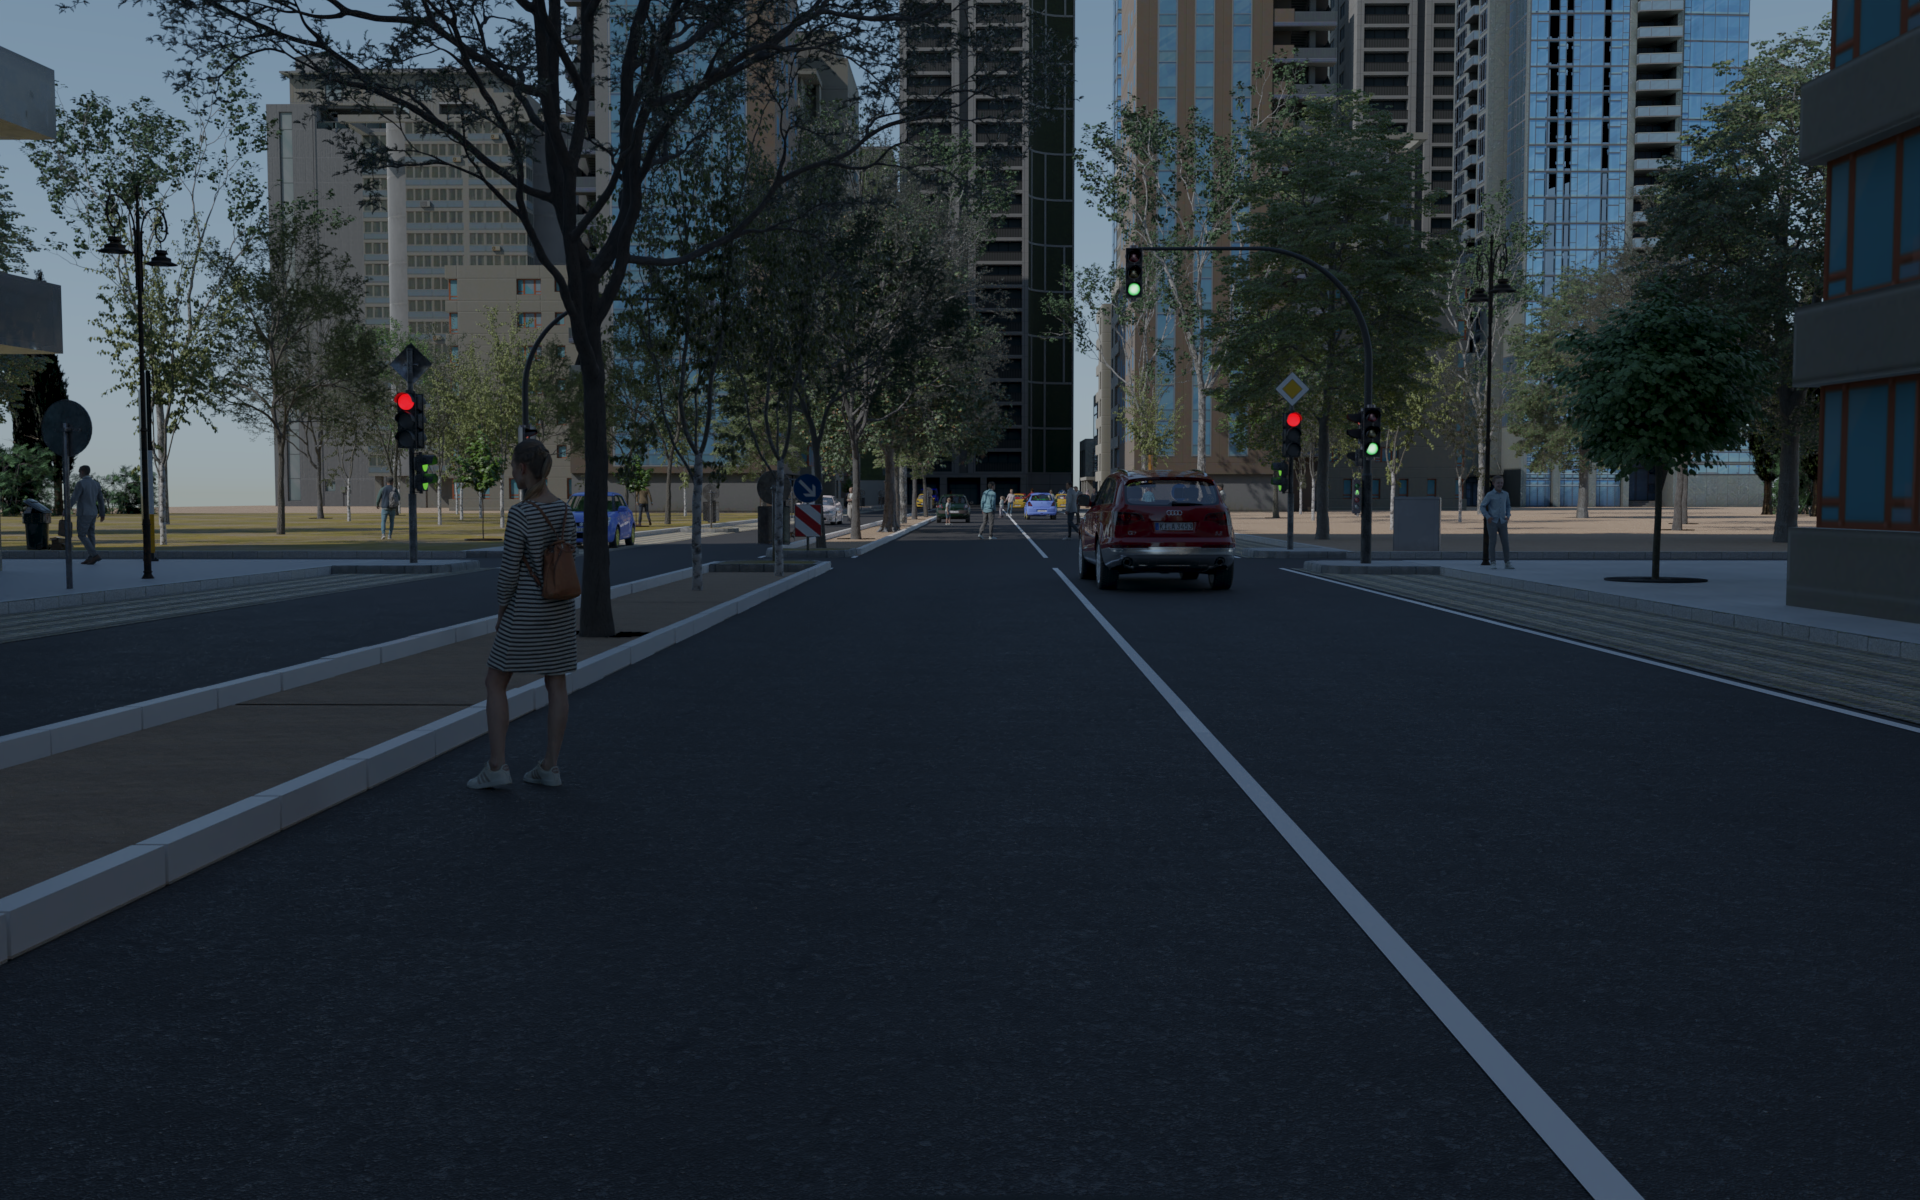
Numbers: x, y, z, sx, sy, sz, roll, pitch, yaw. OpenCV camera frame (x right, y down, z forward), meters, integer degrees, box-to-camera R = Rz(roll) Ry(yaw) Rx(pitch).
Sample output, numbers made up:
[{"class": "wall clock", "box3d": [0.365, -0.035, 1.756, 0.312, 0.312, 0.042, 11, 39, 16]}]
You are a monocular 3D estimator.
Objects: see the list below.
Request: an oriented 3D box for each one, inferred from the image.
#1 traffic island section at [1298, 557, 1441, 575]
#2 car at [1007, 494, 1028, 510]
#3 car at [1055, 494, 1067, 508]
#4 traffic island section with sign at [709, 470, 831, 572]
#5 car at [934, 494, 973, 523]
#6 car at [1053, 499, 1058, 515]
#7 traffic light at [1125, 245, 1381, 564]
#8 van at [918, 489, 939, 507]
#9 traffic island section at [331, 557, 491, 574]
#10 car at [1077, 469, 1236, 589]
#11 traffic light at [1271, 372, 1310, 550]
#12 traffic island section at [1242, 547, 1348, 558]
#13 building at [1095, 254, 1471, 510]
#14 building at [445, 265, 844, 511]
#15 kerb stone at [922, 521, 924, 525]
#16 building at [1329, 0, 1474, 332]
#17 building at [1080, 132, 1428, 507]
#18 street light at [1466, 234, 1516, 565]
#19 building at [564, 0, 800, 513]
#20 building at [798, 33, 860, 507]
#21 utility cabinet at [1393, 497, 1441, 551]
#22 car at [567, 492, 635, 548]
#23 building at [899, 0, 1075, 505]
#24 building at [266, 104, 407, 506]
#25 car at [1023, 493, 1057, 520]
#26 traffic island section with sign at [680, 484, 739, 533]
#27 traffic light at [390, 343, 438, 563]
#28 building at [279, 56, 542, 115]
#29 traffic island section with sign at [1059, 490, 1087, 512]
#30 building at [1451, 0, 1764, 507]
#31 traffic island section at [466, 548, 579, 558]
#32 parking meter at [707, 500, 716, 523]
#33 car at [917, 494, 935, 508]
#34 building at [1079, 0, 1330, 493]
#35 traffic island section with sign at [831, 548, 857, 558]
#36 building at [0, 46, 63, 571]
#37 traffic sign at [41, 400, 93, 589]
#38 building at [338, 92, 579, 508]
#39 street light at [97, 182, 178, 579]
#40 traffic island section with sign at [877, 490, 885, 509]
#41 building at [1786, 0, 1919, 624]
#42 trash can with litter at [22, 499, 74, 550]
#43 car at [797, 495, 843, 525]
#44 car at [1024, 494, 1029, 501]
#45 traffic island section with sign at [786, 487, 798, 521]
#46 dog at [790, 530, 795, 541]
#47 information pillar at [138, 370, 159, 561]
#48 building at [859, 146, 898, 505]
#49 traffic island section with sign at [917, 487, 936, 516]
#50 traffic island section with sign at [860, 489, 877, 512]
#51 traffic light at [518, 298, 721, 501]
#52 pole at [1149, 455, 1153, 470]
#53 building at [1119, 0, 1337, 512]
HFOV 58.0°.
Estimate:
[{"class": "traffic island section", "box3d": [7.518, -0.597, 32.043, 2.009, 0.180, 2.903, 0, 4, 1]}, {"class": "car", "box3d": [5.145, -8.863, 155.125, 2.015, 1.641, 3.980, 0, 4, 2]}, {"class": "car", "box3d": [9.452, -9.176, 160.257, 2.015, 1.641, 3.980, 0, 4, 0]}, {"class": "traffic island section with sign", "box3d": [-3.568, -1.488, 32.468, 2.006, 1.907, 1.989, 0, 4, 1]}, {"class": "car", "box3d": [-0.336, -4.750, 87.445, 2.009, 1.686, 4.222, 0, 3, 0]}, {"class": "car", "box3d": [5.967, -6.963, 122.640, 1.959, 1.807, 4.718, 0, 4, 1]}, {"class": "traffic light", "box3d": [5.385, -3.496, 31.824, 4.771, 5.953, 1.251, 0, 4, 1]}, {"class": "van", "box3d": [-3.388, -11.349, 189.938, 2.240, 2.365, 5.245, 0, 4, 1]}, {"class": "traffic island section", "box3d": [-10.221, -0.616, 32.345, 2.009, 0.180, 2.903, 0, 4, 1]}, {"class": "car", "box3d": [3.051, -1.156, 27.575, 2.281, 1.827, 5.304, 0, 4, -1]}, {"class": "traffic light", "box3d": [7.612, -3.119, 39.914, 0.839, 4.253, 0.868, 0, 4, 1]}, {"class": "traffic island section", "box3d": [7.652, -1.085, 40.027, 2.009, 0.180, 2.903, 0, 4, 1]}, {"class": "building", "box3d": [26.610, -18.740, 151.438, 27.650, 21.520, 28.899, 0, 4, 1]}, {"class": "building", "box3d": [-24.821, -18.367, 145.339, 27.650, 21.520, 28.899, 0, 4, 1]}, {"class": "kerb stone", "box3d": [-1.791, -3.296, 76.078, 0.120, 0.150, 1.000, 0, 4, 1]}, {"class": "building", "box3d": [56.150, -47.102, 208.376, 20.611, 71.187, 20.563, 0, 4, 1]}, {"class": "building", "box3d": [28.828, -29.702, 177.508, 32.217, 40.220, 23.993, 0, 4, 1]}, {"class": "street light", "box3d": [9.477, -3.563, 31.040, 0.468, 5.910, 1.993, 0, 4, 1]}, {"class": "building", "box3d": [-19.097, -28.901, 122.634, 14.600, 45.320, 14.200, 0, 4, 1]}, {"class": "building", "box3d": [-21.704, -34.005, 179.683, 21.600, 48.544, 21.300, 0, 4, 1]}, {"class": "utility cabinet", "box3d": [10.324, -1.710, 39.118, 1.020, 1.237, 0.306, 1, 4, 21]}, {"class": "car", "box3d": [-9.872, -2.274, 46.766, 1.945, 1.707, 3.694, 0, 4, -1]}, {"class": "building", "box3d": [3.445, -47.095, 208.255, 20.611, 71.187, 20.563, 0, 4, 1]}, {"class": "building", "box3d": [-63.932, -30.655, 184.800, 14.086, 41.232, 14.154, 0, 4, 1]}, {"class": "car", "box3d": [4.505, -5.362, 97.264, 1.945, 1.707, 3.694, 0, 4, 0]}, {"class": "traffic island section with sign", "box3d": [-9.345, -3.443, 64.923, 1.989, 1.847, 2.006, 0, 4, 1]}, {"class": "traffic light", "box3d": [-10.181, -2.648, 32.210, 0.839, 4.253, 0.868, 0, 4, 1]}, {"class": "building", "box3d": [-64.336, -38.253, 214.672, 27.495, 52.752, 28.713, 0, 4, 1]}, {"class": "traffic island section with sign", "box3d": [9.369, -8.143, 141.767, 1.989, 1.847, 2.006, 0, 4, 1]}, {"class": "building", "box3d": [65.391, -52.849, 176.760, 31.000, 86.520, 22.319, 0, 4, 1]}, {"class": "traffic island section", "box3d": [-10.087, -1.104, 40.329, 2.009, 0.180, 2.903, 0, 4, 1]}, {"class": "parking meter", "box3d": [-11.148, -4.240, 77.735, 0.372, 1.533, 0.369, 0, 3, 0]}, {"class": "car", "box3d": [-3.502, -10.055, 174.627, 2.015, 1.641, 3.980, 0, 4, 3]}, {"class": "building", "box3d": [30.194, -54.832, 209.181, 31.000, 86.520, 22.319, 0, 4, 1]}, {"class": "traffic island section with sign", "box3d": [-3.434, -1.941, 39.873, 2.006, 1.907, 1.989, 0, 4, 1]}, {"class": "building", "box3d": [-28.846, -24.369, 18.042, 30.456, 49.044, 23.786, 0, 4, 1]}, {"class": "traffic sign", "box3d": [-12.058, -1.423, 23.379, 0.768, 2.556, 0.104, 1, 4, 10]}, {"class": "building", "box3d": [-44.608, -29.469, 173.697, 23.993, 40.220, 32.217, 0, 4, 1]}, {"class": "street light", "box3d": [-12.316, -3.260, 26.088, 0.468, 5.910, 1.993, 0, 4, 1]}, {"class": "traffic island section with sign", "box3d": [-7.599, -9.810, 169.020, 1.989, 1.847, 2.006, 0, 4, 1]}, {"class": "building", "box3d": [23.101, -9.762, 4.657, 27.650, 21.520, 28.899, 0, 4, 1]}, {"class": "trash can with litter", "box3d": [-20.909, -1.733, 39.726, 1.055, 1.170, 0.624, 0, 4, 0]}, {"class": "car", "box3d": [-6.569, -4.216, 81.286, 2.083, 1.381, 4.827, 0, 4, 2]}, {"class": "car", "box3d": [6.163, -10.462, 180.086, 2.155, 1.783, 4.494, 0, 4, -1]}, {"class": "traffic island section with sign", "box3d": [-8.901, -5.092, 91.875, 1.989, 1.847, 2.006, 0, 4, 1]}, {"class": "dog", "box3d": [-4.973, -1.902, 50.383, 0.540, 0.507, 0.406, 1, 4, 15]}, {"class": "information pillar", "box3d": [-15.524, -2.551, 33.057, 0.183, 3.616, 0.504, -3, 5, -42]}, {"class": "building", "box3d": [-14.609, -31.992, 206.667, 14.086, 41.232, 14.154, 0, 4, 1]}, {"class": "traffic island section with sign", "box3d": [-2.182, -6.536, 115.002, 2.006, 1.907, 1.989, 0, 4, 1]}, {"class": "traffic island section with sign", "box3d": [-8.056, -8.162, 142.068, 1.989, 1.847, 2.006, 0, 4, 1]}, {"class": "traffic light", "box3d": [-7.954, -4.008, 40.194, 4.771, 5.953, 1.251, 0, 4, 1]}, {"class": "pole", "box3d": [9.907, -5.888, 90.117, 0.158, 3.312, 0.155, 0, 3, 0]}, {"class": "building", "box3d": [19.389, -29.281, 128.857, 14.600, 45.320, 14.200, 0, 4, 1]}]
